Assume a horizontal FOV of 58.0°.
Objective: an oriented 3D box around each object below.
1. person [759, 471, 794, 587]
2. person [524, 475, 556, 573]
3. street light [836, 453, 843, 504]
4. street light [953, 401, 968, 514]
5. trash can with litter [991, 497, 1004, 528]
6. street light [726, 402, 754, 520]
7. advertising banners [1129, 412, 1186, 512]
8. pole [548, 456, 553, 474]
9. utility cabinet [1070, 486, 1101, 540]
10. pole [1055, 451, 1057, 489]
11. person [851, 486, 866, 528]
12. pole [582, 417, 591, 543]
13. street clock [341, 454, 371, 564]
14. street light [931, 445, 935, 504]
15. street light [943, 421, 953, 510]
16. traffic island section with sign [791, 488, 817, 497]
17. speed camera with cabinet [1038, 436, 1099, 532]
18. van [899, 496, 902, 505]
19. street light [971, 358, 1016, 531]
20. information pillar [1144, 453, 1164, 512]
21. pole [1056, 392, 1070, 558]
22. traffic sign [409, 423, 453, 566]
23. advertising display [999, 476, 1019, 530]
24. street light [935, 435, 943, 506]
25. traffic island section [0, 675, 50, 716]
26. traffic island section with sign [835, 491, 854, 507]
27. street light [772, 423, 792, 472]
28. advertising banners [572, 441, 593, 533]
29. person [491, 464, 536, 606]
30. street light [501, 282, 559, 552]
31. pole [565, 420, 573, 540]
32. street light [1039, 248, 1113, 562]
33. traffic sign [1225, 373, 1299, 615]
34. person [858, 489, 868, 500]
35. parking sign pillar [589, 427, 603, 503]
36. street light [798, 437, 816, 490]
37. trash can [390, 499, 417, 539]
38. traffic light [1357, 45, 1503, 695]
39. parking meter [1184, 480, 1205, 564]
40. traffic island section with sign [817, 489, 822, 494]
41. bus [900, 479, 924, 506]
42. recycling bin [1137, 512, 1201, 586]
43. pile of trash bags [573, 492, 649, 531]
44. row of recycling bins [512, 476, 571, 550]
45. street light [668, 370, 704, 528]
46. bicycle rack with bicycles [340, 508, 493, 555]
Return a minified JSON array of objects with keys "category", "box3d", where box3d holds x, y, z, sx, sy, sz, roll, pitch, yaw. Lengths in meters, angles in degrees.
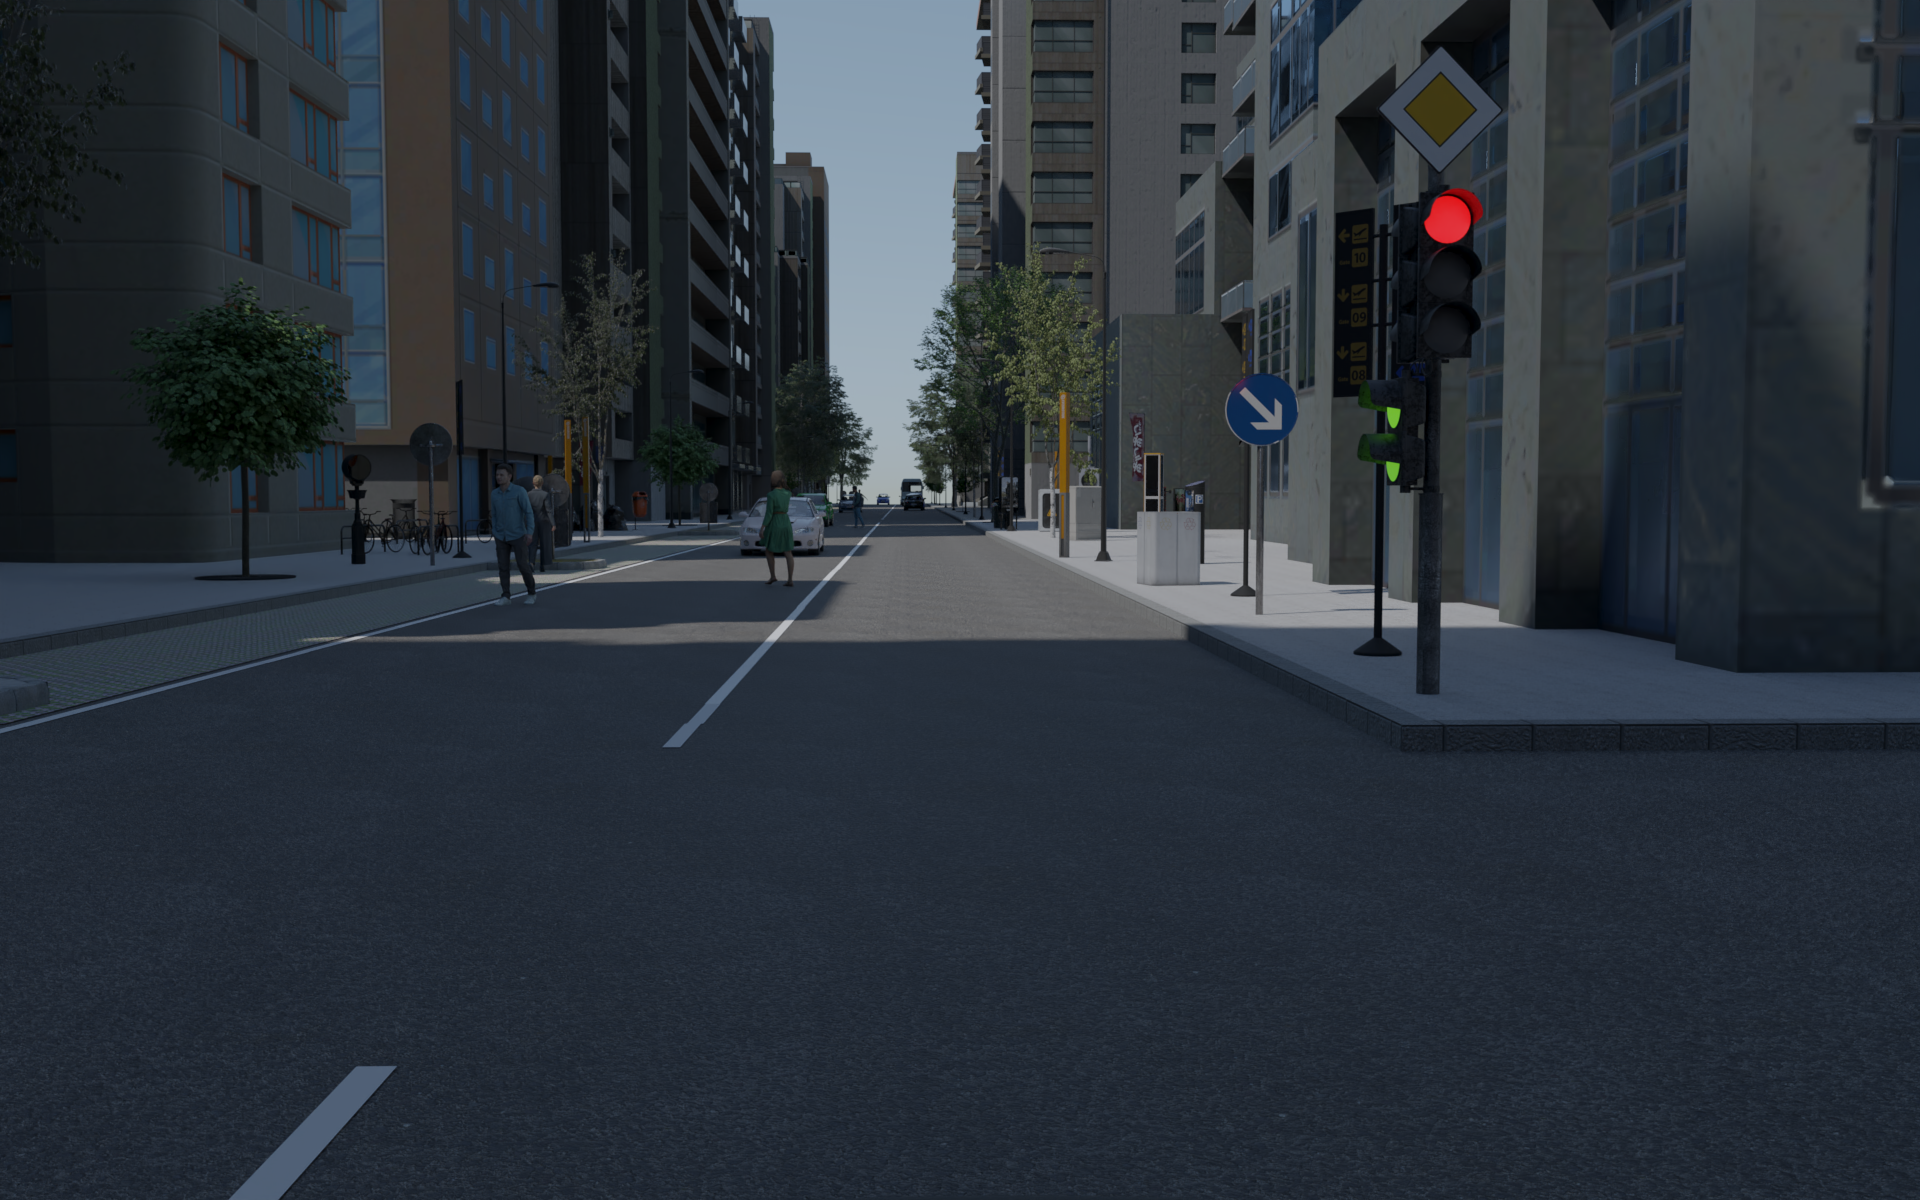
[{"category":"person","box3d":[-2.812,-1.109,26.880,0.529,1.795,0.600,3,4,38]},{"category":"person","box3d":[-7.647,-1.381,31.496,0.576,1.772,0.534,-1,4,-12]},{"category":"street light","box3d":[-14.413,-13.733,197.073,1.470,5.913,1.316,0,4,-2]},{"category":"street light","box3d":[0.547,-6.933,85.893,1.470,5.913,1.316,0,4,-2]},{"category":"trash can with litter","box3d":[1.413,-3.280,65.018,0.624,1.170,1.055,0,4,-6]},{"category":"street light","box3d":[-11.057,-7.004,87.058,1.470,5.913,1.316,0,4,-2]},{"category":"advertising banners","box3d":[4.359,-2.548,37.853,2.074,3.025,0.090,-3,5,-44]},{"category":"pole","box3d":[-15.488,-4.382,65.497,0.158,3.312,0.155,0,3,0]},{"category":"utility cabinet","box3d":[3.499,-2.383,47.637,1.173,1.500,0.318,-3,5,-43]},{"category":"pole","box3d":[4.638,-5.446,82.884,0.158,3.312,0.155,0,3,0]},{"category":"person","box3d":[-4.307,-3.880,72.284,0.721,1.781,0.623,-2,4,-29]},{"category":"pole","box3d":[-9.879,-3.177,45.784,0.158,3.312,0.155,0,3,0]},{"category":"street clock","box3d":[-11.017,-1.657,31.664,0.358,2.002,0.471,3,5,43]},{"category":"street light","box3d":[-1.867,-11.628,162.654,1.470,5.913,1.316,0,4,-2]},{"category":"street light","box3d":[-0.183,-8.375,109.471,1.470,5.913,1.316,0,4,-2]},{"category":"traffic island section with sign","box3d":[-10.255,-6.156,109.281,1.989,1.847,2.006,0,4,-2]},{"category":"speed camera with cabinet","box3d":[3.705,-3.949,58.906,2.038,3.252,0.660,0,4,6]},{"category":"van","box3d":[-6.997,-13.444,226.821,2.013,2.044,4.112,0,4,-3]},{"category":"street light","box3d":[1.232,-5.314,59.421,1.470,5.913,1.316,0,4,-2]},{"category":"information pillar","box3d":[3.494,-1.636,31.248,0.304,2.012,0.304,1,4,19]},{"category":"pole","box3d":[2.105,-2.509,34.860,0.158,3.312,0.155,0,3,0]},{"category":"traffic sign","box3d":[-9.460,-1.889,30.989,0.768,2.556,0.104,0,4,-2]},{"category":"advertising display","box3d":[1.763,-3.507,62.549,0.123,1.923,0.974,3,5,42]},{"category":"street light","box3d":[-1.036,-9.974,135.617,1.470,5.913,1.316,0,4,-2]},{"category":"traffic island section","box3d":[-7.155,0.700,10.829,2.009,0.180,2.903,0,4,-2]},{"category":"traffic island section with sign","box3d":[-12.877,-11.278,193.030,1.989,1.847,2.006,0,4,-2]},{"category":"street light","box3d":[-11.716,-8.627,113.587,1.470,5.913,1.316,0,4,-2]},{"category":"advertising banners","box3d":[-12.875,-3.687,56.462,2.074,3.025,0.090,1,4,15]},{"category":"person","box3d":[-5.759,-0.849,22.407,0.660,1.820,0.620,1,4,15]},{"category":"street light","box3d":[-9.479,-4.010,38.099,1.470,5.913,1.316,0,4,-2]},{"category":"pole","box3d":[-10.806,-3.300,47.800,0.158,3.312,0.155,0,3,0]},{"category":"street light","box3d":[2.196,-3.688,32.841,1.470,5.913,1.316,0,4,-2]},{"category":"traffic sign","box3d":[3.182,-1.115,18.339,0.768,2.556,0.104,0,4,4]},{"category":"person","box3d":[-8.228,-8.160,141.914,1.348,1.824,0.705,-1,4,-14]},{"category":"parking sign pillar","box3d":[-14.859,-5.007,70.330,1.447,3.967,1.447,-2,4,-24]},{"category":"street light","box3d":[-12.530,-10.234,139.863,1.470,5.913,1.316,0,4,-2]},{"category":"trash can","box3d":[-15.772,-2.292,49.126,0.748,1.137,0.748,0,3,0]},{"category":"traffic light","box3d":[2.991,-1.352,11.028,0.839,4.253,0.868,0,4,-2]},{"category":"parking meter","box3d":[4.311,-1.431,31.816,0.372,1.533,0.369,0,3,0]},{"category":"traffic island section with sign","box3d":[-11.105,-7.816,136.421,1.989,1.847,2.006,0,4,-2]},{"category":"bus","box3d":[-5.828,-13.218,210.971,2.948,3.499,13.247,0,4,-1]},{"category":"recycling bin","box3d":[2.954,-0.734,24.550,0.722,1.027,0.722,-1,4,-13]},{"category":"pile of trash bags","box3d":[-12.396,-3.124,60.826,1.912,1.369,3.447,3,5,42]},{"category":"row of recycling bins","box3d":[-10.021,-2.112,41.637,1.069,1.692,3.534,0,4,-2]},{"category":"street light","box3d":[-10.282,-5.646,64.857,1.470,5.913,1.316,0,4,-2]},{"category":"bicycle rack with bicycles","box3d":[-11.895,-1.473,37.472,2.852,0.926,2.925,1,4,12]}]
